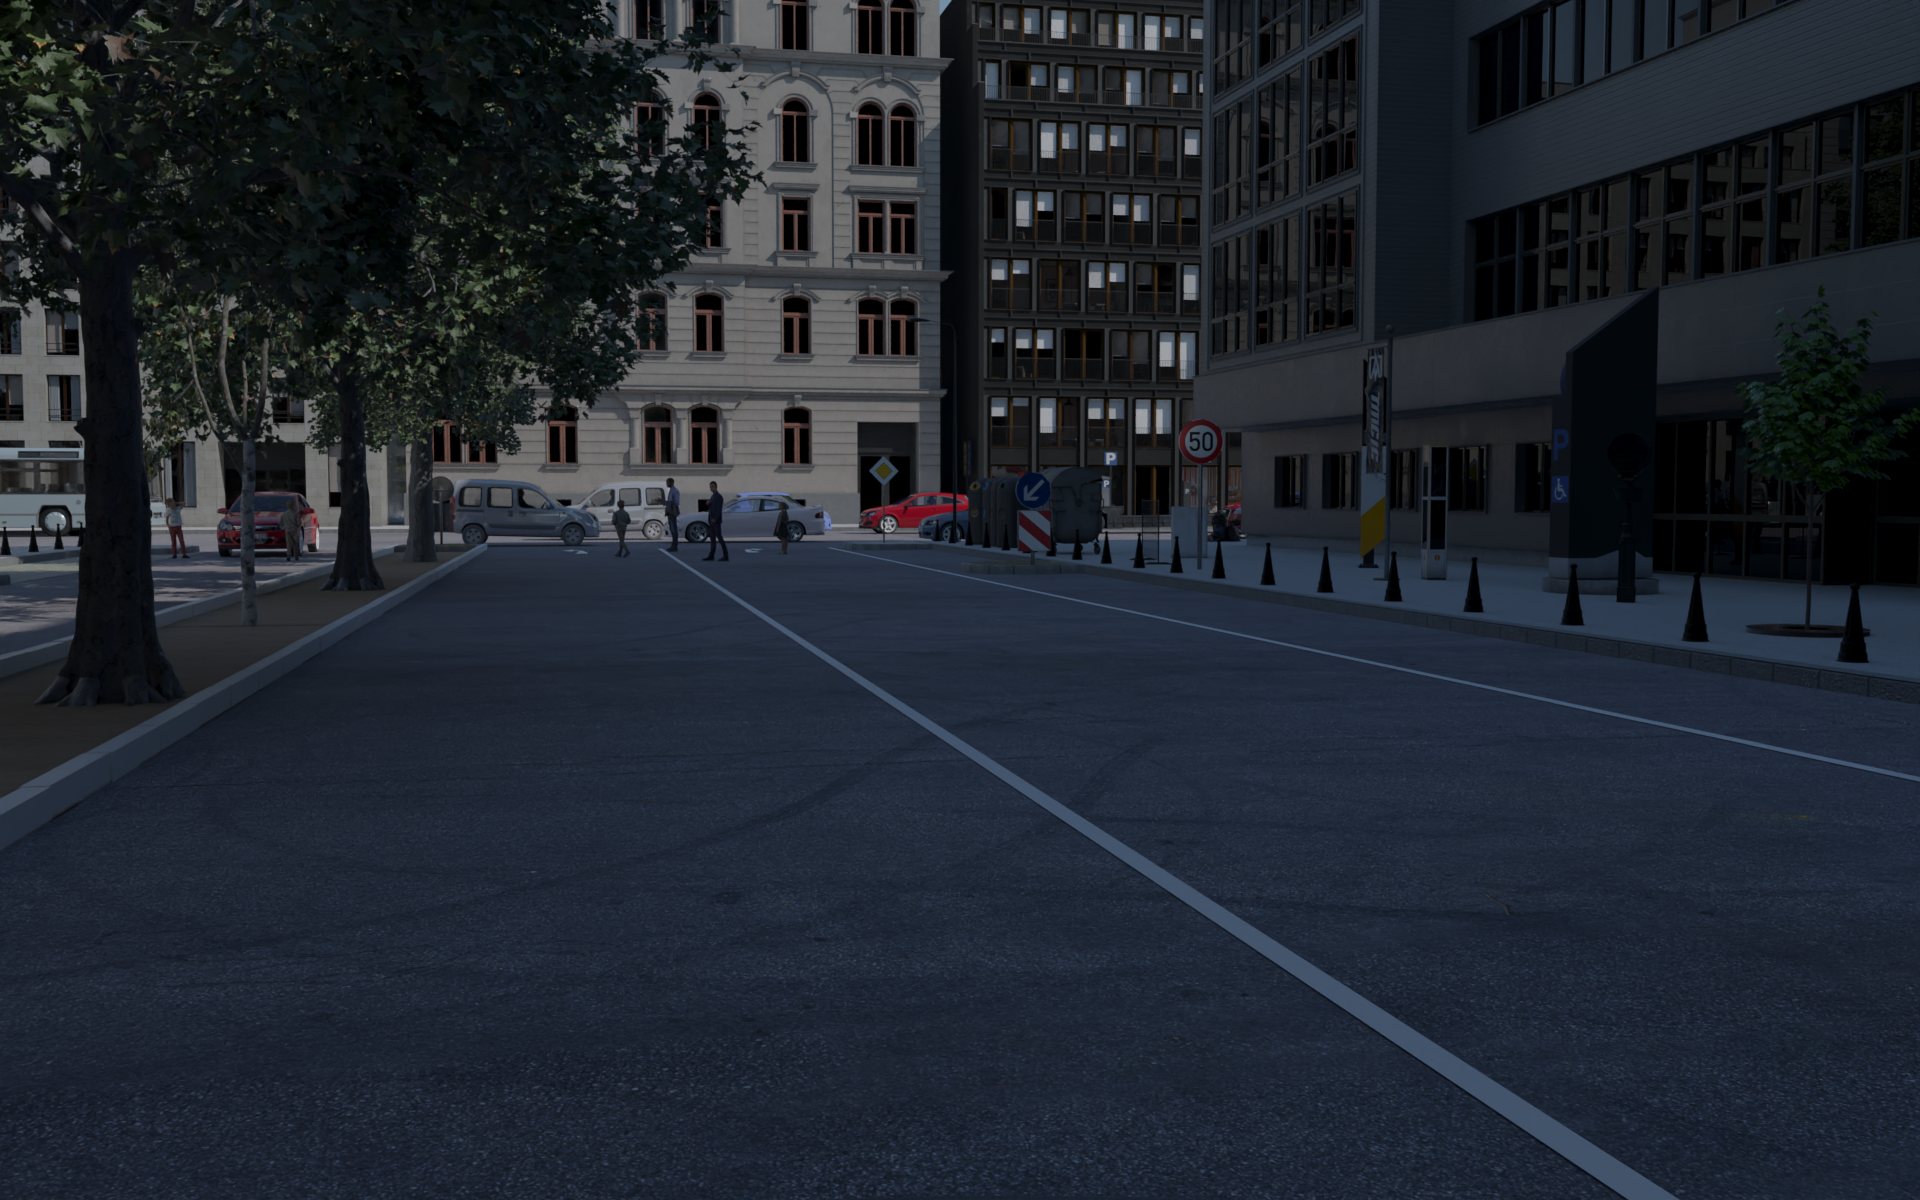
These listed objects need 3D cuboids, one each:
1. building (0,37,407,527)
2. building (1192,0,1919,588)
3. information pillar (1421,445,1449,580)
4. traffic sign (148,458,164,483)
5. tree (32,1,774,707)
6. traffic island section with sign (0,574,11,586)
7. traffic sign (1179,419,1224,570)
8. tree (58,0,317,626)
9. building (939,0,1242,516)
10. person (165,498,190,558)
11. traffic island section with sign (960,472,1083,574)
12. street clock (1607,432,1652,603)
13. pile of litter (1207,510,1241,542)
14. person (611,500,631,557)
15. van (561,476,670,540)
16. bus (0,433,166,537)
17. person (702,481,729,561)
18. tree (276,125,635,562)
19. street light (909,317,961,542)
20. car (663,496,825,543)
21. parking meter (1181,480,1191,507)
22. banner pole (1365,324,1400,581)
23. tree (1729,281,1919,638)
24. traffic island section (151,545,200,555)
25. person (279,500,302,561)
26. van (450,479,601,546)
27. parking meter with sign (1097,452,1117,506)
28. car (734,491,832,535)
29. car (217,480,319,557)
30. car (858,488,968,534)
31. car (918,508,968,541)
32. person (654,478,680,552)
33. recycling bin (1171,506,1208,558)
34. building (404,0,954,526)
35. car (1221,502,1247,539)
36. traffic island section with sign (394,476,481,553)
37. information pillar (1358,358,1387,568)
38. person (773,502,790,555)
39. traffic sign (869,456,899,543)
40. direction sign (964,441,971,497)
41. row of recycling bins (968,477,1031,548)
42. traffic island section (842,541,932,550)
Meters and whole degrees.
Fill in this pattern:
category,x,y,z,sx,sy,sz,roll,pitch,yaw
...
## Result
category,x,y,z,sx,sy,sz,roll,pitch,yaw
building,-32.098,-13.221,70.919,16.860,20.320,10.420,-1,4,-12
building,15.592,-12.856,29.263,14.314,24.678,30.058,-1,4,-12
information pillar,7.088,-1.307,25.857,0.304,2.012,0.304,0,4,-4
traffic sign,-19.581,-2.328,41.710,0.795,2.450,0.064,-1,4,-12
tree,-5.888,-5.648,11.808,9.611,12.733,9.660,0,3,0
traffic island section with sign,-15.970,-1.113,26.830,1.989,1.847,2.006,-1,4,-12
traffic sign,4.074,-1.791,29.383,0.768,2.556,0.104,0,4,-3
tree,-7.773,-4.033,18.760,4.360,8.622,3.978,0,3,0
building,7.179,-15.356,80.756,15.834,23.373,12.332,-1,4,-12
person,-17.413,-1.598,38.539,0.435,1.345,0.340,-3,4,-39
traffic island section with sign,1.059,-1.424,31.917,1.989,1.847,2.006,-1,4,-12
street clock,7.886,-0.971,20.445,0.471,2.002,0.358,2,4,31
pile of litter,6.859,-2.015,46.903,1.719,0.858,1.176,-1,4,-10
person,-7.692,-1.621,39.278,0.640,1.303,0.475,3,4,39
van,-11.051,-2.904,54.486,4.112,2.044,2.013,-1,4,-13
bus,-33.232,-3.885,58.383,13.247,3.499,2.948,-1,4,-12
person,-5.235,-1.688,37.022,0.530,1.710,0.541,-1,4,-19
tree,-11.375,-7.766,36.078,9.857,13.997,8.962,0,3,0
street light,-0.667,-4.482,45.814,1.470,5.913,1.316,-1,4,-12
car,-6.428,-2.406,51.696,4.827,1.381,2.083,-1,4,-14
parking meter,9.710,-4.203,74.437,0.399,1.863,0.255,-1,4,-21
banner pole,6.283,-2.195,25.897,0.401,3.779,0.863,-1,4,-17
tree,7.937,-1.298,15.832,1.663,3.219,1.824,0,3,0
traffic island section,-19.603,-1.192,41.767,2.009,0.180,2.903,-1,4,-12
person,-14.359,-1.491,37.153,0.475,1.303,0.640,-1,4,-14
van,-12.049,-2.508,48.021,4.112,2.044,2.013,-1,4,-12
parking meter with sign,6.068,-4.675,72.694,0.543,3.016,1.738,-1,4,-12
car,-6.343,-3.120,60.604,3.694,1.707,1.945,-1,4,-11
car,-16.377,-1.960,41.091,2.155,1.783,4.494,-1,4,-13
car,-1.494,-3.309,63.144,4.494,1.783,2.155,-1,4,-13
car,1.047,-2.288,49.404,4.499,1.417,2.014,-1,4,-12
person,-7.290,-2.128,43.169,0.599,1.838,0.709,-2,4,-24
recycling bin,4.624,-1.371,34.967,0.722,1.027,0.722,0,4,6
building,-12.936,-17.749,77.589,23.554,28.519,14.401,-1,4,-12
car,10.361,-2.640,51.830,5.304,1.827,2.281,-1,4,-11
traffic island section with sign,-13.074,-2.160,43.448,2.006,1.907,1.989,-1,4,-12
information pillar,7.173,-2.360,29.943,0.504,3.616,0.183,1,4,13
person,-4.233,-1.703,41.011,0.373,1.253,0.362,1,4,21
traffic sign,-2.007,-2.564,45.567,0.795,2.450,0.064,-1,4,-12
direction sign,0.311,-5.035,74.324,0.379,3.537,0.876,-1,4,-19
row of recycling bins,1.026,-2.178,42.729,1.069,1.692,3.534,-1,4,-14
traffic island section,-1.985,-1.429,45.649,2.009,0.180,2.903,-1,4,-12
